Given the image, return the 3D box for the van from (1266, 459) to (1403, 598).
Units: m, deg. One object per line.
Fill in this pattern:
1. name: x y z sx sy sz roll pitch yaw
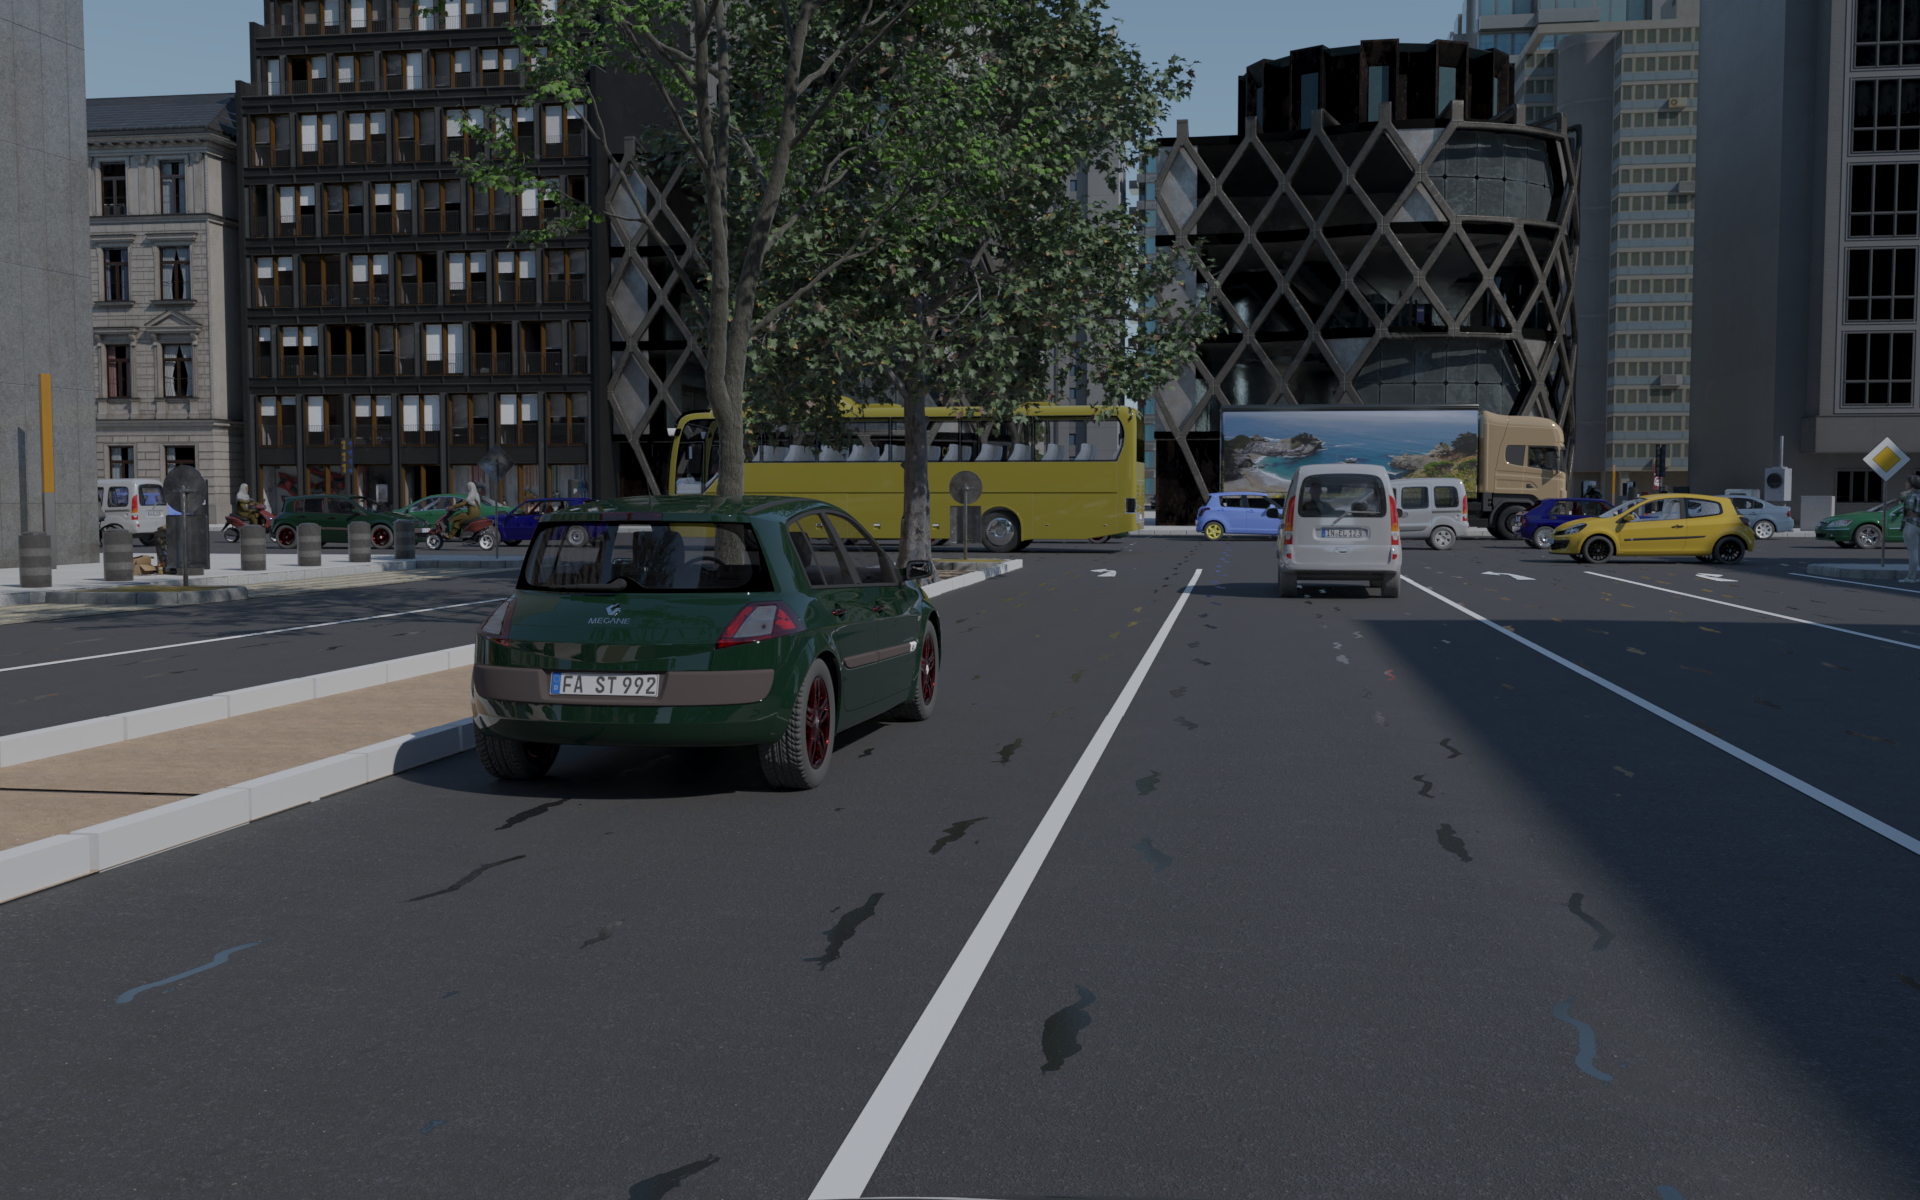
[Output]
1. van: 5.505 -1.123 25.379 2.013 2.044 4.112 1 4 10

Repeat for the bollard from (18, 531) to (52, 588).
1. bollard: -12.728 -0.558 23.834 0.404 0.777 0.398 0 3 0

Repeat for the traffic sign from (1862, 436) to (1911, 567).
1. traffic sign: 16.177 -1.631 30.307 0.795 2.450 0.064 1 4 9

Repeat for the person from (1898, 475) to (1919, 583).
1. person: 15.366 -1.138 27.832 0.841 1.734 0.376 -2 4 -26

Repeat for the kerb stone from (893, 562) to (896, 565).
1. kerb stone: -1.136 -0.654 32.883 0.120 0.150 1.000 1 4 9

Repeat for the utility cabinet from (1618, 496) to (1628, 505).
1. utility cabinet: 28.450 -3.833 73.827 1.020 1.237 0.306 -2 4 -34

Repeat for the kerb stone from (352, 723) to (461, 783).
1. kerb stone: -2.910 0.802 9.084 0.120 0.150 1.000 1 4 9

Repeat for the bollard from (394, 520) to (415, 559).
1. bollard: -11.011 -1.200 34.330 0.404 0.777 0.398 0 3 0

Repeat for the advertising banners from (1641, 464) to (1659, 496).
1. advertising banners: 39.844 -6.396 100.757 2.074 3.025 0.090 -1 4 -9

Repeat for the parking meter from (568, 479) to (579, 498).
1. parking meter: -15.501 -3.899 69.458 0.255 1.863 0.399 2 4 35

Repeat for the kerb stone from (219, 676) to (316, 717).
1. kerb stone: -4.636 0.651 11.553 0.120 0.150 1.000 1 4 9

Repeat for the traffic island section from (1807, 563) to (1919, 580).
1. traffic island section: 16.201 -0.495 30.380 2.009 0.180 2.903 1 4 9

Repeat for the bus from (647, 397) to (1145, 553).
1. bus: -1.576 -3.184 43.602 12.252 3.916 2.896 1 4 11

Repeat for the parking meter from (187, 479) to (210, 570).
1. parking meter: -12.964 -1.286 29.437 0.372 1.533 0.369 0 3 0

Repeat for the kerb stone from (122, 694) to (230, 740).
1. kerb stone: -4.798 0.719 10.528 0.120 0.150 1.000 1 4 9

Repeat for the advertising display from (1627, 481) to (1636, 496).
1. advertising display: 33.541 -4.978 86.598 0.123 1.923 0.974 0 4 4

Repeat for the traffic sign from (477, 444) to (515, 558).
1. traffic sign: -9.227 -1.886 34.474 0.795 2.450 0.064 1 4 9

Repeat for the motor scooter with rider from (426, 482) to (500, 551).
1. motor scooter with rider: -12.619 -2.141 43.963 1.986 1.779 0.876 1 4 9

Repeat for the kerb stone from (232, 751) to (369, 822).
1. kerb stone: -3.073 0.865 8.069 0.120 0.150 1.000 1 4 9

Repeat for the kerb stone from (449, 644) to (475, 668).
1. kerb stone: -4.132 0.464 14.604 0.120 0.150 1.000 1 4 9

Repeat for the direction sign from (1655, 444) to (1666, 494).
1. direction sign: 31.789 -5.300 78.657 0.876 3.537 0.379 -3 5 -41

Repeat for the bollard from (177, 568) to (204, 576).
1. bollard: -12.155 -0.772 27.336 0.404 0.777 0.398 0 3 0

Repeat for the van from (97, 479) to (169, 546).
1. van: -23.783 -2.464 47.292 4.112 2.044 2.013 1 4 10

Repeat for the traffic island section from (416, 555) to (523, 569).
1. traffic island section: -9.251 -0.750 34.540 2.009 0.180 2.903 1 4 9

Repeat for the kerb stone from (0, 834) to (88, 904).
1. kerb stone: -3.413 0.989 6.028 0.120 0.150 1.000 1 4 9

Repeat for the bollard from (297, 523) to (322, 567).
1. bollard: -11.585 -0.985 30.825 0.404 0.777 0.398 0 3 0

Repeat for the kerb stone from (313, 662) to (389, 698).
1. kerb stone: -4.462 0.589 12.565 0.120 0.150 1.000 1 4 9

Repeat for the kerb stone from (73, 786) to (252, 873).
1. kerb stone: -3.234 0.926 7.053 0.120 0.150 1.000 1 4 9

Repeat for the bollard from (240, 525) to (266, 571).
1. bollard: -11.871 -0.879 29.081 0.404 0.777 0.398 0 3 0

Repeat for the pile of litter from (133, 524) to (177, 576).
1. pile of litter: -12.994 -0.851 27.871 1.176 0.858 1.719 1 4 14

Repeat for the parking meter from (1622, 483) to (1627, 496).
1. parking meter: 34.729 -5.183 90.455 0.255 1.863 0.399 2 4 24

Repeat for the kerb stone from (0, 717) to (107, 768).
1. kerb stone: -4.966 0.779 9.508 0.120 0.150 1.000 1 4 9

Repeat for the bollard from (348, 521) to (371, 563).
1. bollard: -11.296 -1.092 32.579 0.404 0.777 0.398 0 3 0

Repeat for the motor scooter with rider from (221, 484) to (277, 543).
1. motor scooter with rider: -20.774 -2.559 50.805 1.986 1.779 0.876 0 4 8

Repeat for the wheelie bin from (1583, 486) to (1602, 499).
1. wheelie bin: 26.319 -3.925 72.080 0.693 1.594 0.980 2 4 33

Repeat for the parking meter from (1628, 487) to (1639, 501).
1. parking meter: 24.327 -3.313 62.583 0.372 1.533 0.369 0 3 0

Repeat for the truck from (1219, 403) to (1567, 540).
1. truck: 13.914 -4.037 54.916 11.283 4.237 2.839 0 4 8

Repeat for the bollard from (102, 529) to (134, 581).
1. bollard: -12.438 -0.665 25.587 0.404 0.777 0.398 0 3 0

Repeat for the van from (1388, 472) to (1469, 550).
1. van: 11.115 -2.331 45.118 4.112 2.044 2.013 1 4 9

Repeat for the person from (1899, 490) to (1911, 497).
1. person: 30.766 -2.896 56.250 0.661 1.777 0.834 1 4 13

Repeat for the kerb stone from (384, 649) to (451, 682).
1. kerb stone: -4.298 0.527 13.578 0.120 0.150 1.000 1 4 9

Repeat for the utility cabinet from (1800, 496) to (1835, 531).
1. utility cabinet: 29.587 -2.972 59.759 0.306 1.237 1.020 -3 5 -44

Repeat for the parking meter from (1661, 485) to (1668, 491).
1. parking meter: 45.340 -6.470 111.500 0.399 1.863 0.255 -3 5 -41

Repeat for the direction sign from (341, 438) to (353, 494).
1. direction sign: -24.776 -4.772 70.027 0.379 3.537 0.876 1 4 9

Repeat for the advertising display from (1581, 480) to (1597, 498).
1. advertising display: 29.351 -4.626 80.851 0.974 1.923 0.123 -2 4 -32
